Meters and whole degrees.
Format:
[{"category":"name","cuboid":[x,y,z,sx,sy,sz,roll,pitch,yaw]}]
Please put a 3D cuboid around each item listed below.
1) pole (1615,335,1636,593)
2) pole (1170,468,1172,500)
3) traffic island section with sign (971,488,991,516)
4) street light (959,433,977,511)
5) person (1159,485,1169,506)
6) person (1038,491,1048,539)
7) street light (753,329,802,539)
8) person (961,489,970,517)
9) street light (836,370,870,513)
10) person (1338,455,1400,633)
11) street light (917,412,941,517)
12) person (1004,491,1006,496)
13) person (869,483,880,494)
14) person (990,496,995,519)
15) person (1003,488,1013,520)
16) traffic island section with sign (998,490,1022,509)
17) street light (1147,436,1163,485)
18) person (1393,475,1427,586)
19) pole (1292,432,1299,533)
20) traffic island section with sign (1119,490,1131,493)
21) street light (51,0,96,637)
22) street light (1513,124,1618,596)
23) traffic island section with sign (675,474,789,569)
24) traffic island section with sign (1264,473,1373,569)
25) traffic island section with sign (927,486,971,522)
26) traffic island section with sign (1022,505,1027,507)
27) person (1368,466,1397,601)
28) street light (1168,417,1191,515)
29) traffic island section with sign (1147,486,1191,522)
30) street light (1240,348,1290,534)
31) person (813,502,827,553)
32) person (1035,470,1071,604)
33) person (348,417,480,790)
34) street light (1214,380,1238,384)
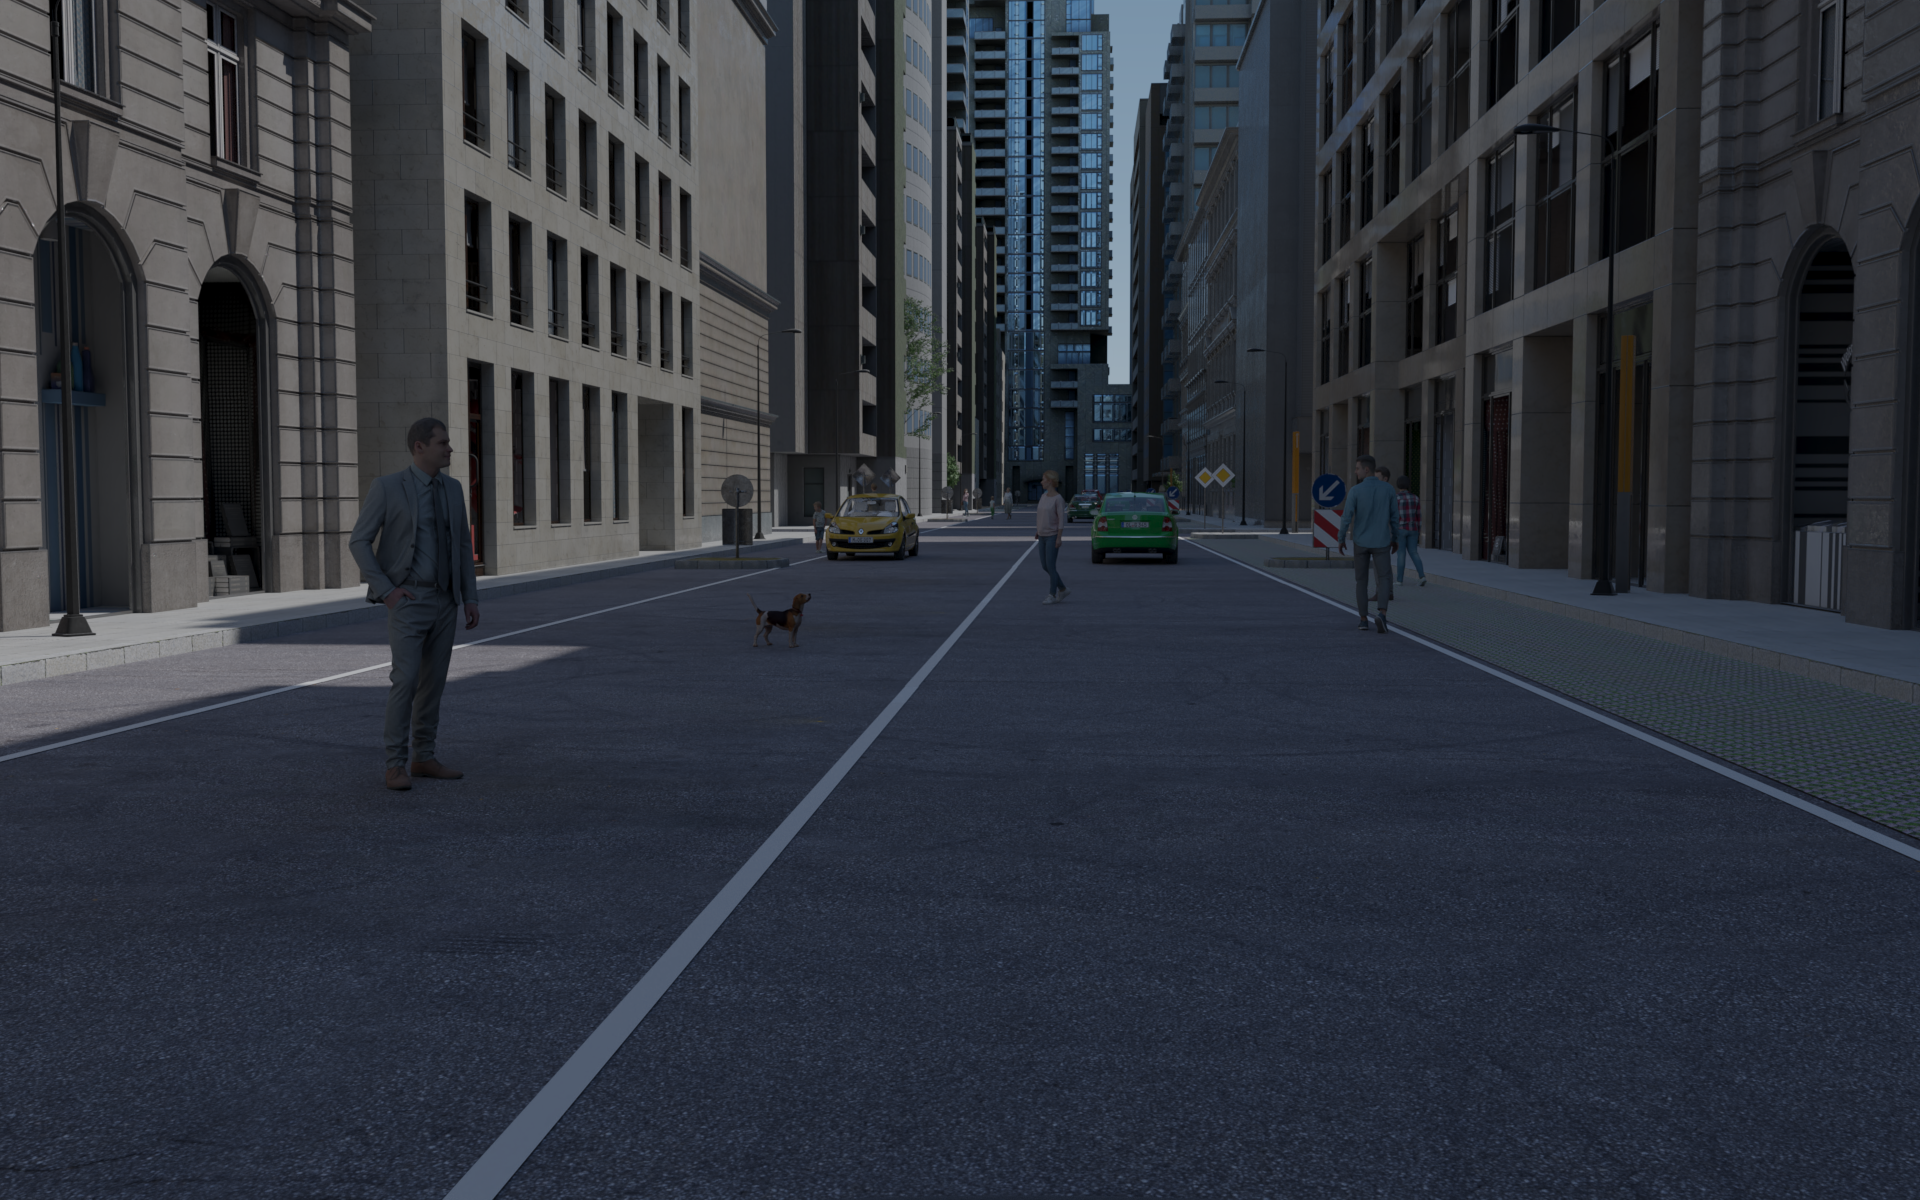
[{"category":"pole","cuboid":[8.600,-1.745,22.372,0.158,3.312,0.155,0,3,0]},{"category":"pole","cuboid":[16.665,-8.733,136.622,0.158,3.312,0.155,0,3,0]},{"category":"traffic island section with sign","cuboid":[1.219,-6.594,116.442,1.989,1.847,2.006,0,4,4]},{"category":"street light","cuboid":[0.590,-9.744,131.860,1.470,5.913,1.316,0,4,4]},{"category":"person","cuboid":[8.337,-3.876,72.057,0.709,1.800,0.728,0,3,0]},{"category":"person","cuboid":[2.627,-2.696,52.600,0.620,1.820,0.660,-1,4,-21]},{"category":"street light","cuboid":[-5.147,-4.669,48.874,1.470,5.913,1.316,0,4,4]},{"category":"person","cuboid":[0.388,-6.032,107.711,0.643,1.750,0.593,-2,4,-28]},{"category":"street light","cuboid":[-4.070,-5.642,64.780,1.470,5.913,1.316,0,4,4]},{"category":"person","cuboid":[4.262,-0.594,18.069,0.638,1.841,0.748,1,4,14]},{"category":"street light","cuboid":[-1.753,-7.699,98.425,1.470,5.913,1.316,0,4,4]},{"category":"person","cuboid":[4.181,-9.109,158.344,0.530,1.710,0.541,2,4,24]},{"category":"person","cuboid":[-2.547,-2.575,51.147,0.519,1.759,0.362,-2,4,-32]},{"category":"person","cuboid":[1.825,-5.202,97.808,0.306,1.304,0.590,1,4,16]},{"category":"person","cuboid":[2.737,-5.428,97.466,0.478,1.798,0.641,3,4,38]},{"category":"traffic island section with sign","cuboid":[4.683,-9.685,166.976,1.989,1.847,2.006,0,4,4]},{"category":"street light","cuboid":[15.633,-10.146,138.426,1.470,5.913,1.316,0,4,4]},{"category":"person","cuboid":[6.920,-1.072,26.867,0.563,1.720,0.643,-1,4,-17]},{"category":"pole","cuboid":[11.008,-3.852,56.824,0.158,3.312,0.155,0,3,0]},{"category":"traffic island section with sign","cuboid":[17.874,-11.248,192.533,1.989,1.847,2.006,0,4,4]},{"category":"street light","cuboid":[-7.494,-2.626,15.478,1.470,5.913,1.316,0,4,4]},{"category":"street light","cuboid":[7.640,-3.017,21.865,1.470,5.913,1.316,0,4,4]},{"category":"traffic island section with sign","cuboid":[-4.412,-1.551,33.988,1.989,1.847,2.006,0,4,4]},{"category":"traffic island section with sign","cuboid":[7.032,-1.555,34.057,1.989,1.847,2.006,0,4,4]},{"category":"traffic island section with sign","cuboid":[-0.619,-4.943,89.449,1.989,1.847,2.006,0,4,4]},{"category":"traffic island section with sign","cuboid":[6.525,-11.330,193.868,1.989,1.847,2.006,0,4,4]},{"category":"person","cuboid":[5.565,-0.885,23.165,0.583,1.804,0.606,0,4,-7]},{"category":"street light","cuboid":[13.271,-8.081,104.666,1.470,5.913,1.316,0,4,4]},{"category":"traffic island section with sign","cuboid":[10.759,-4.895,88.664,1.989,1.847,2.006,0,4,4]},{"category":"street light","cuboid":[9.830,-5.060,55.272,1.470,5.913,1.316,0,4,4]},{"category":"person","cuboid":[-3.399,-1.769,42.110,0.332,1.250,0.352,1,4,21]},{"category":"person","cuboid":[1.221,-0.825,22.662,0.598,1.740,0.731,-3,5,-40]},{"category":"person","cuboid":[-2.696,-0.003,8.648,0.391,1.810,0.635,2,4,28]},{"category":"street light","cuboid":[11.067,-6.008,70.774,1.470,5.913,1.316,0,4,4]}]
